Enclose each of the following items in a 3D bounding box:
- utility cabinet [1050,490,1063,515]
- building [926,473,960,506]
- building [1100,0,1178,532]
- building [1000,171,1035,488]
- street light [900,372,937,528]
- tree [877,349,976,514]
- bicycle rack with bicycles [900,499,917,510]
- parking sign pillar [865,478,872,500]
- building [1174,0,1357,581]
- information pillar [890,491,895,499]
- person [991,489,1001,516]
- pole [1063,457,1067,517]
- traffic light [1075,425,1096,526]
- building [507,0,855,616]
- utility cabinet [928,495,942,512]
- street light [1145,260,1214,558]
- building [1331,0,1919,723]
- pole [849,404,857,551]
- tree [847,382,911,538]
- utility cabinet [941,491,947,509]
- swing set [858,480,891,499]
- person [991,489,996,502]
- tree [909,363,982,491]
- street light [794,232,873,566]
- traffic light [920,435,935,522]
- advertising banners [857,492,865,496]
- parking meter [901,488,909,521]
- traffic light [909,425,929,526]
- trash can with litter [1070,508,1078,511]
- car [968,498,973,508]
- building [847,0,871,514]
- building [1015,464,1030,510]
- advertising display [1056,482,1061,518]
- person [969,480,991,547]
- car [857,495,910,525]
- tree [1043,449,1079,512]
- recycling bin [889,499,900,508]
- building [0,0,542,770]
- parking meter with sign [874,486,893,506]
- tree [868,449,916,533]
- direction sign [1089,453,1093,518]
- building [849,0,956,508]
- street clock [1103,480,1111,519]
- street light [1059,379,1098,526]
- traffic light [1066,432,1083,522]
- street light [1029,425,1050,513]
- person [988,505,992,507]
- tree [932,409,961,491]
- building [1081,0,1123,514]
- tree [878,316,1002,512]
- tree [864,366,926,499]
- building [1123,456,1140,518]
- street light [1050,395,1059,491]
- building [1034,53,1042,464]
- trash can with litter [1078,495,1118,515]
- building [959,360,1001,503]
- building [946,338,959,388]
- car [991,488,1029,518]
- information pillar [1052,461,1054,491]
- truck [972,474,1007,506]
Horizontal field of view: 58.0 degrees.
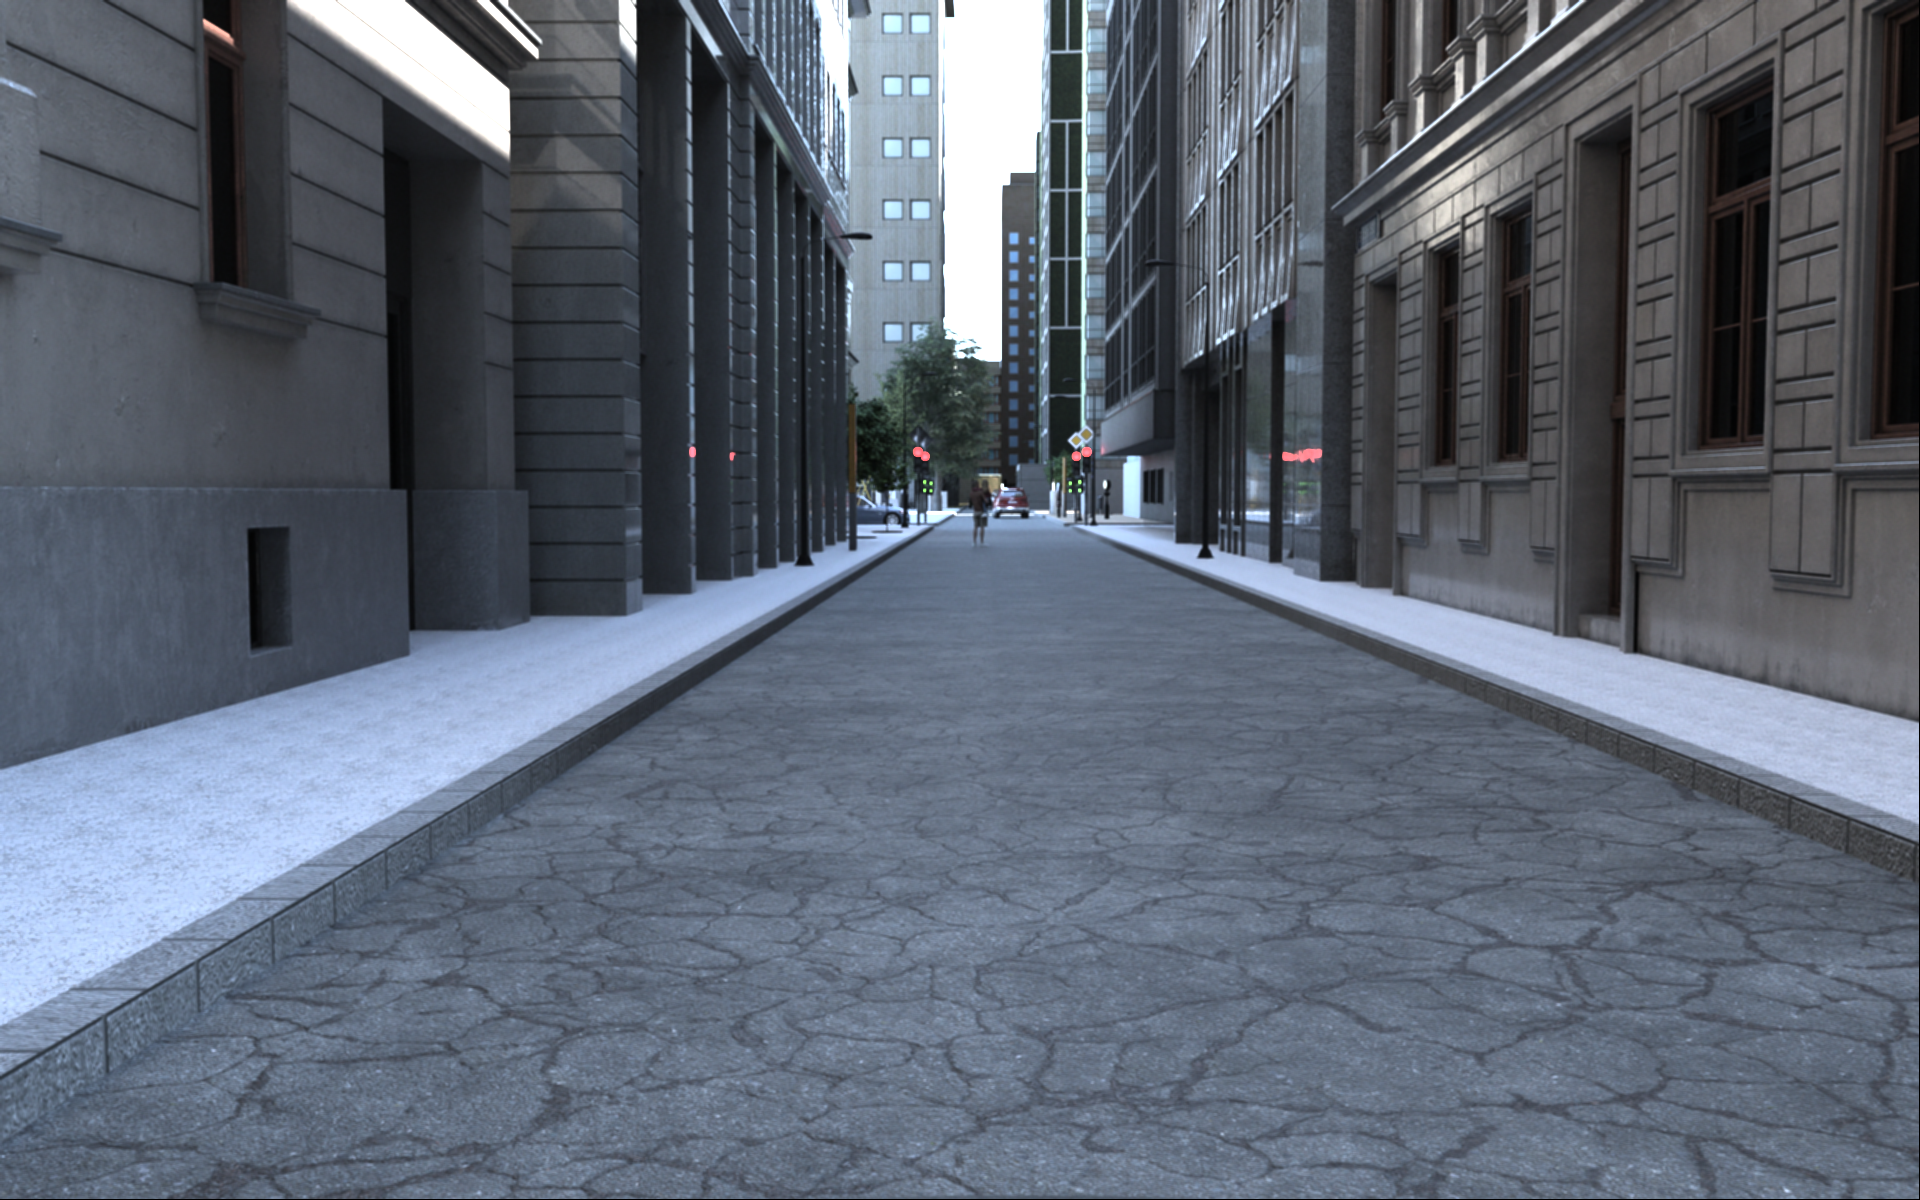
[{"bbox_3d":[6.038,-5.998,106.753,0.318,1.500,1.173,3,5,45],"label":"utility cabinet"},{"bbox_3d":[-10.389,-46.003,190.403,20.563,71.187,20.611,0,4,1],"label":"building"},{"bbox_3d":[12.549,-16.126,57.168,14.314,27.812,24.014,0,4,1],"label":"building"},{"bbox_3d":[12.808,-36.270,243.122,14.200,45.320,14.600,0,4,1],"label":"building"},{"bbox_3d":[-1.572,-5.726,66.169,1.470,5.913,1.316,0,4,1],"label":"street light"},{"bbox_3d":[-2.699,-10.885,112.377,8.767,10.594,7.601,3,4,37],"label":"tree"},{"bbox_3d":[-4.174,-7.583,137.365,2.925,0.926,2.852,1,4,9],"label":"bicycle rack with bicycles"},{"bbox_3d":[-7.321,-9.183,138.612,1.447,3.967,1.447,0,4,2],"label":"parking sign pillar"},{"bbox_3d":[11.443,-13.239,34.483,12.078,24.808,19.932,0,4,1],"label":"building"},{"bbox_3d":[-4.134,-7.054,106.692,0.183,3.616,0.504,-2,4,-35],"label":"information pillar"},{"bbox_3d":[2.375,-6.311,112.437,0.760,1.731,0.466,-3,5,-41],"label":"person"},{"bbox_3d":[5.800,-6.250,96.025,0.158,3.312,0.155,0,3,0],"label":"pole"},{"bbox_3d":[5.091,-4.968,70.145,0.839,4.253,0.868,0,4,1],"label":"traffic light"},{"bbox_3d":[-8.658,-15.571,32.082,11.434,29.767,29.804,0,4,1],"label":"building"},{"bbox_3d":[-1.806,-7.070,126.748,1.020,1.237,0.306,-2,4,-28],"label":"utility cabinet"},{"bbox_3d":[4.372,-3.791,34.517,1.470,5.913,1.316,0,4,1],"label":"street light"},{"bbox_3d":[10.417,-10.881,14.060,11.583,22.565,21.152,0,4,1],"label":"building"},{"bbox_3d":[-2.432,-2.780,39.295,0.158,3.312,0.155,0,3,0],"label":"pole"},{"bbox_3d":[-3.106,-4.083,50.476,4.285,4.588,4.351,0,3,0],"label":"tree"},{"bbox_3d":[-1.655,-8.368,145.501,1.173,1.500,0.318,0,4,4],"label":"utility cabinet"},{"bbox_3d":[-7.689,-9.398,151.271,2.862,2.851,3.119,1,4,18],"label":"swing set"},{"bbox_3d":[3.063,-8.861,153.259,0.514,1.842,0.818,-1,4,-16],"label":"person"},{"bbox_3d":[-1.213,-14.070,148.172,7.486,12.596,7.792,0,3,0],"label":"tree"},{"bbox_3d":[-2.254,-3.569,30.889,1.470,5.913,1.316,0,4,1],"label":"street light"},{"bbox_3d":[-1.546,-5.462,78.217,0.839,4.253,0.868,0,4,1],"label":"traffic light"},{"bbox_3d":[-8.503,-9.152,145.815,2.074,3.025,0.090,3,5,40],"label":"advertising banners"},{"bbox_3d":[-2.688,-4.792,84.067,0.255,1.863,0.399,-2,4,-30],"label":"parking meter"},{"bbox_3d":[-1.669,-4.973,70.233,0.839,4.253,0.868,0,4,1],"label":"traffic light"},{"bbox_3d":[9.379,-7.400,132.041,2.233,1.210,1.678,2,4,27],"label":"trash can with litter"},{"bbox_3d":[1.841,-10.182,178.275,2.131,1.459,4.920,0,3,0],"label":"car"},{"bbox_3d":[-18.746,-14.032,62.704,30.059,22.955,16.112,0,4,1],"label":"building"},{"bbox_3d":[15.032,-43.012,141.497,20.563,71.187,20.611,0,4,1],"label":"building"},{"bbox_3d":[5.420,-5.487,94.924,0.123,1.923,0.974,0,4,-5],"label":"advertising display"},{"bbox_3d":[0.572,-2.381,47.407,0.580,1.828,0.573,-1,4,-11],"label":"person"},{"bbox_3d":[-4.382,-3.836,74.724,4.499,1.417,2.014,0,3,0],"label":"car"},{"bbox_3d":[7.739,-8.763,126.991,4.285,4.588,4.351,0,3,0],"label":"tree"},{"bbox_3d":[-3.546,-4.782,90.747,0.722,1.027,0.722,0,4,6],"label":"recycling bin"},{"bbox_3d":[-10.701,-13.341,5.518,14.401,28.519,23.554,0,4,1],"label":"building"},{"bbox_3d":[-3.602,-5.111,79.831,0.543,3.016,1.738,-2,4,-27],"label":"parking meter with sign"},{"bbox_3d":[-2.514,-3.839,57.376,1.663,3.219,1.824,0,3,0],"label":"tree"},{"bbox_3d":[7.213,-6.289,94.820,0.379,3.537,0.876,0,4,-3],"label":"direction sign"},{"bbox_3d":[-14.975,-35.309,166.533,28.713,52.752,27.495,0,4,1],"label":"building"},{"bbox_3d":[7.565,-5.175,89.181,0.358,2.002,0.471,-1,4,-19],"label":"street clock"},{"bbox_3d":[4.859,-5.949,69.800,1.470,5.913,1.316,0,4,1],"label":"street light"},{"bbox_3d":[5.215,-5.456,78.129,0.839,4.253,0.868,0,4,1],"label":"traffic light"},{"bbox_3d":[5.631,-8.849,117.219,1.470,5.913,1.316,0,4,1],"label":"street light"},{"bbox_3d":[3.181,-10.863,185.978,0.709,1.838,0.599,0,4,-4],"label":"person"},{"bbox_3d":[-1.415,-11.300,135.116,4.360,8.622,3.978,0,3,0],"label":"tree"},{"bbox_3d":[15.013,-26.367,114.701,14.154,41.232,14.086,0,4,1],"label":"building"},{"bbox_3d":[-1.548,-13.385,125.500,9.857,13.997,8.962,0,3,0],"label":"tree"},{"bbox_3d":[-3.982,-9.172,100.332,4.737,8.622,4.395,0,3,0],"label":"tree"},{"bbox_3d":[21.912,-30.570,89.059,27.495,52.752,28.713,0,4,1],"label":"building"},{"bbox_3d":[5.096,-6.659,81.423,1.470,5.913,1.316,0,4,1],"label":"street light"},{"bbox_3d":[14.463,-29.335,163.217,14.154,41.232,14.086,0,4,1],"label":"building"},{"bbox_3d":[8.845,-5.886,107.289,1.678,1.210,2.233,-2,4,-35],"label":"trash can with litter"},{"bbox_3d":[-8.634,-24.827,250.956,28.899,21.520,27.650,0,4,1],"label":"building"},{"bbox_3d":[-15.118,-22.688,215.993,28.899,21.520,27.650,0,4,1],"label":"building"},{"bbox_3d":[3.038,-5.824,103.891,2.281,1.827,5.304,0,4,-1],"label":"car"},{"bbox_3d":[6.656,-8.095,123.708,0.183,3.616,0.504,1,4,9],"label":"information pillar"},{"bbox_3d":[2.759,-10.553,168.469,3.469,3.379,9.791,0,4,2],"label":"truck"}]
